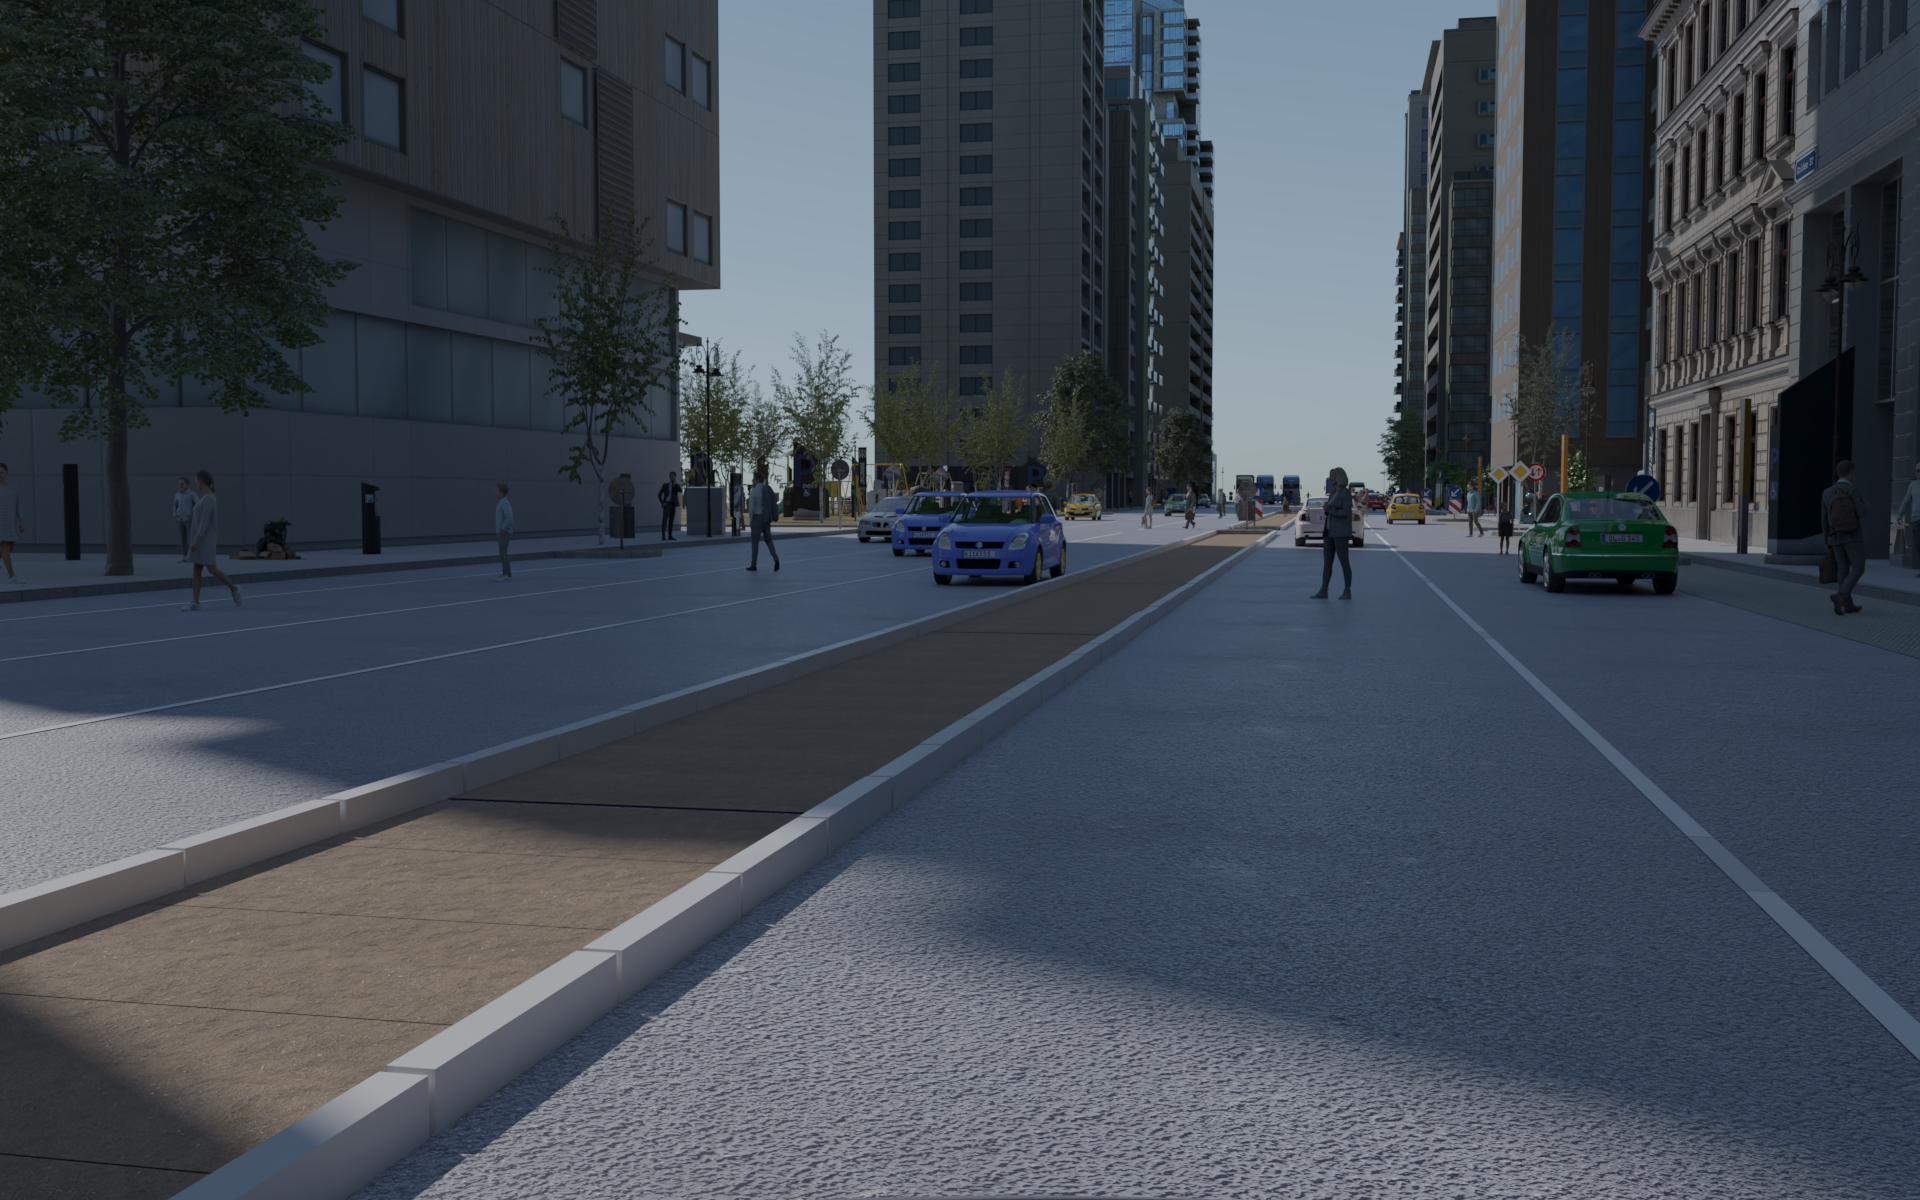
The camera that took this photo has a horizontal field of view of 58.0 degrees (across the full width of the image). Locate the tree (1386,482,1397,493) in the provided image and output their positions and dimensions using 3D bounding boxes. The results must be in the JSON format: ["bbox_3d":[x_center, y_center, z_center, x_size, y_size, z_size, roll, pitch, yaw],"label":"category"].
[{"bbox_3d":[64.936,-16.280,260.780,1.663,3.219,1.824,0,3,0],"label":"tree"}]

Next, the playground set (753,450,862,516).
[{"bbox_3d":[-9.182,-7.117,103.135,5.637,4.214,5.302,1,4,15],"label":"playground set"}]

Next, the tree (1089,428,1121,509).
[{"bbox_3d":[11.827,-11.848,144.076,4.360,8.622,3.978,0,3,0],"label":"tree"}]

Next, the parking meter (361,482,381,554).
[{"bbox_3d":[-12.549,-1.743,36.907,0.372,1.533,0.369,0,3,0],"label":"parking meter"}]

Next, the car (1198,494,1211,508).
[{"bbox_3d":[24.835,-10.220,178.895,2.131,1.459,4.920,1,4,13],"label":"car"}]

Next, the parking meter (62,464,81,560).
[{"bbox_3d":[-17.244,-1.706,33.612,0.255,1.863,0.399,-2,4,-30],"label":"parking meter"}]

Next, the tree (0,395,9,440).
[{"bbox_3d":[-20.291,-3.069,33.895,4.285,4.588,4.351,0,3,0],"label":"tree"}]

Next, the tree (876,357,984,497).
[{"bbox_3d":[-1.815,-8.761,93.608,4.737,8.622,4.395,0,3,0],"label":"tree"}]

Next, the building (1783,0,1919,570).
[{"bbox_3d":[20.456,-14.959,22.080,11.434,29.767,29.804,1,4,12],"label":"building"}]

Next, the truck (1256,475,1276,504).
[{"bbox_3d":[43.381,-15.646,245.565,2.967,4.110,18.799,1,4,11],"label":"truck"}]

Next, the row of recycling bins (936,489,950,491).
[{"bbox_3d":[-1.559,-8.482,145.791,3.534,1.692,1.069,-2,4,-24],"label":"row of recycling bins"}]

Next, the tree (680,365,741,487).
[{"bbox_3d":[-15.084,-9.054,98.399,4.360,8.622,3.978,0,3,0],"label":"tree"}]

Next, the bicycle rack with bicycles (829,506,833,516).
[{"bbox_3d":[-8.670,-5.197,98.356,2.925,0.926,2.852,-1,4,-15],"label":"bicycle rack with bicycles"}]

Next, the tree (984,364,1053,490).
[{"bbox_3d":[2.295,-9.100,99.151,4.737,8.622,4.395,0,3,0],"label":"tree"}]

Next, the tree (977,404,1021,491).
[{"bbox_3d":[3.059,-11.674,141.229,4.360,8.622,3.978,0,3,0],"label":"tree"}]

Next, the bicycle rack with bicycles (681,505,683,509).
[{"bbox_3d":[-24.184,-8.335,149.667,2.925,0.926,2.852,2,4,29],"label":"bicycle rack with bicycles"}]

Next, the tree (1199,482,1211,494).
[{"bbox_3d":[34.997,-15.440,247.049,1.663,3.219,1.824,0,3,0],"label":"tree"}]

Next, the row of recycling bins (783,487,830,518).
[{"bbox_3d":[-8.440,-5.379,95.065,1.069,1.692,3.534,-3,5,-45],"label":"row of recycling bins"}]

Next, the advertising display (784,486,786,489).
[{"bbox_3d":[-13.206,-7.835,133.316,0.123,1.923,0.974,2,4,26],"label":"advertising display"}]

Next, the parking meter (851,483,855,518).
[{"bbox_3d":[-5.794,-5.408,94.124,0.255,1.863,0.399,-1,4,-9],"label":"parking meter"}]

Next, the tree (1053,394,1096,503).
[{"bbox_3d":[7.948,-10.842,127.627,4.737,8.622,4.395,0,3,0],"label":"tree"}]

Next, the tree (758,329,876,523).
[{"bbox_3d":[-6.367,-7.714,76.485,4.737,8.622,4.395,0,3,0],"label":"tree"}]

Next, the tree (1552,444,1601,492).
[{"bbox_3d":[23.843,-4.404,66.599,1.663,3.219,1.824,0,3,0],"label":"tree"}]

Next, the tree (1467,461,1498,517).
[{"bbox_3d":[30.461,-6.405,99.325,1.663,3.219,1.824,0,3,0],"label":"tree"}]

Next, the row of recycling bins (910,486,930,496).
[{"bbox_3d":[-2.005,-4.860,86.581,1.069,1.692,3.534,0,4,2],"label":"row of recycling bins"}]

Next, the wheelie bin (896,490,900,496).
[{"bbox_3d":[-4.726,-7.751,134.640,0.693,1.594,0.980,-2,4,-28],"label":"wheelie bin"}]

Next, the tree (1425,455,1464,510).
[{"bbox_3d":[40.202,-9.792,143.806,4.285,4.588,4.351,0,3,0],"label":"tree"}]

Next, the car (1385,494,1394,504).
[{"bbox_3d":[48.693,-11.275,196.344,2.014,1.417,4.499,1,4,13],"label":"car"}]

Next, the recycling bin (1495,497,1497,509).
[{"bbox_3d":[42.431,-7.556,136.087,0.722,1.027,0.722,1,4,12],"label":"recycling bin"}]

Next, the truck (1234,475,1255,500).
[{"bbox_3d":[41.885,-16.244,254.509,2.839,4.237,11.283,1,4,11],"label":"truck"}]

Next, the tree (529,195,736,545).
[{"bbox_3d":[-8.947,-5.704,43.615,4.737,8.622,4.395,0,3,0],"label":"tree"}]

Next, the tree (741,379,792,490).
[{"bbox_3d":[-12.442,-9.789,110.406,4.360,8.622,3.978,0,3,0],"label":"tree"}]

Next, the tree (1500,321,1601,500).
[{"bbox_3d":[25.200,-7.604,74.685,4.360,8.622,3.978,0,3,0],"label":"tree"}]

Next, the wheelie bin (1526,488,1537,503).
[{"bbox_3d":[27.118,-4.528,81.945,0.693,1.594,0.980,1,4,18],"label":"wheelie bin"}]

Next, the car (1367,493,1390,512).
[{"bbox_3d":[33.225,-7.910,138.365,2.155,1.783,4.494,1,4,13],"label":"car"}]

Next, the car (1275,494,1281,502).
[{"bbox_3d":[52.796,-16.982,287.238,1.945,1.707,3.694,1,4,12],"label":"car"}]

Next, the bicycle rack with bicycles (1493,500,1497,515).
[{"bbox_3d":[32.788,-5.423,102.054,2.852,0.926,2.925,1,4,10],"label":"bicycle rack with bicycles"}]

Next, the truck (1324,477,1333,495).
[{"bbox_3d":[59.185,-17.436,274.841,2.967,4.110,18.799,1,4,12],"label":"truck"}]

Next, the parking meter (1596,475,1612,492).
[{"bbox_3d":[19.356,-2.838,52.104,0.255,1.863,0.399,-2,4,-26],"label":"parking meter"}]

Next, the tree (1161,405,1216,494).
[{"bbox_3d":[27.957,-18.525,219.896,9.611,12.733,9.660,0,3,0],"label":"tree"}]

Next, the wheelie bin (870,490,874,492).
[{"bbox_3d":[-7.357,-8.480,146.557,0.980,1.594,0.693,-2,4,-33],"label":"wheelie bin"}]

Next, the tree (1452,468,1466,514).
[{"bbox_3d":[33.279,-7.288,113.765,1.663,3.219,1.824,0,3,0],"label":"tree"}]

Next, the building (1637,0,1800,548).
[{"bbox_3d":[25.221,-11.120,46.442,10.561,19.102,19.286,1,4,12],"label":"building"}]

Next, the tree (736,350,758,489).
[{"bbox_3d":[-11.986,-8.048,81.952,4.737,8.622,4.395,0,3,0],"label":"tree"}]

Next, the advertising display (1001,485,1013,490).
[{"bbox_3d":[3.467,-7.549,128.638,0.974,1.923,0.123,0,4,8],"label":"advertising display"}]

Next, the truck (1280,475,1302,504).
[{"bbox_3d":[48.367,-16.063,252.383,2.967,4.110,18.799,1,4,12],"label":"truck"}]

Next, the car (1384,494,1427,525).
[{"bbox_3d":[21.317,-4.441,82.835,2.015,1.641,3.980,1,4,12],"label":"car"}]

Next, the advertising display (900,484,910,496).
[{"bbox_3d":[-3.578,-6.652,113.976,0.123,1.923,0.974,-3,5,-40],"label":"advertising display"}]

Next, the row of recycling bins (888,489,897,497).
[{"bbox_3d":[-5.469,-8.286,142.585,1.069,1.692,3.534,0,4,-4],"label":"row of recycling bins"}]

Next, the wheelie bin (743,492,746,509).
[{"bbox_3d":[-17.486,-7.956,137.996,0.980,1.594,0.693,3,5,41],"label":"wheelie bin"}]

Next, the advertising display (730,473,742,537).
[{"bbox_3d":[-6.792,-2.893,52.506,0.123,1.923,0.974,0,4,7],"label":"advertising display"}]

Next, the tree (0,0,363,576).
[{"bbox_3d":[-13.128,-6.681,27.356,7.486,12.596,7.792,0,3,0],"label":"tree"}]

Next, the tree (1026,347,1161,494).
[{"bbox_3d":[9.733,-13.361,135.460,9.611,12.733,9.660,0,3,0],"label":"tree"}]

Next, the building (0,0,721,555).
[{"bbox_3d":[-24.094,-28.241,50.975,27.495,52.752,28.713,1,4,12],"label":"building"}]

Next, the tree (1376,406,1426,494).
[{"bbox_3d":[57.370,-18.614,222.471,7.486,12.596,7.792,0,3,0],"label":"tree"}]
